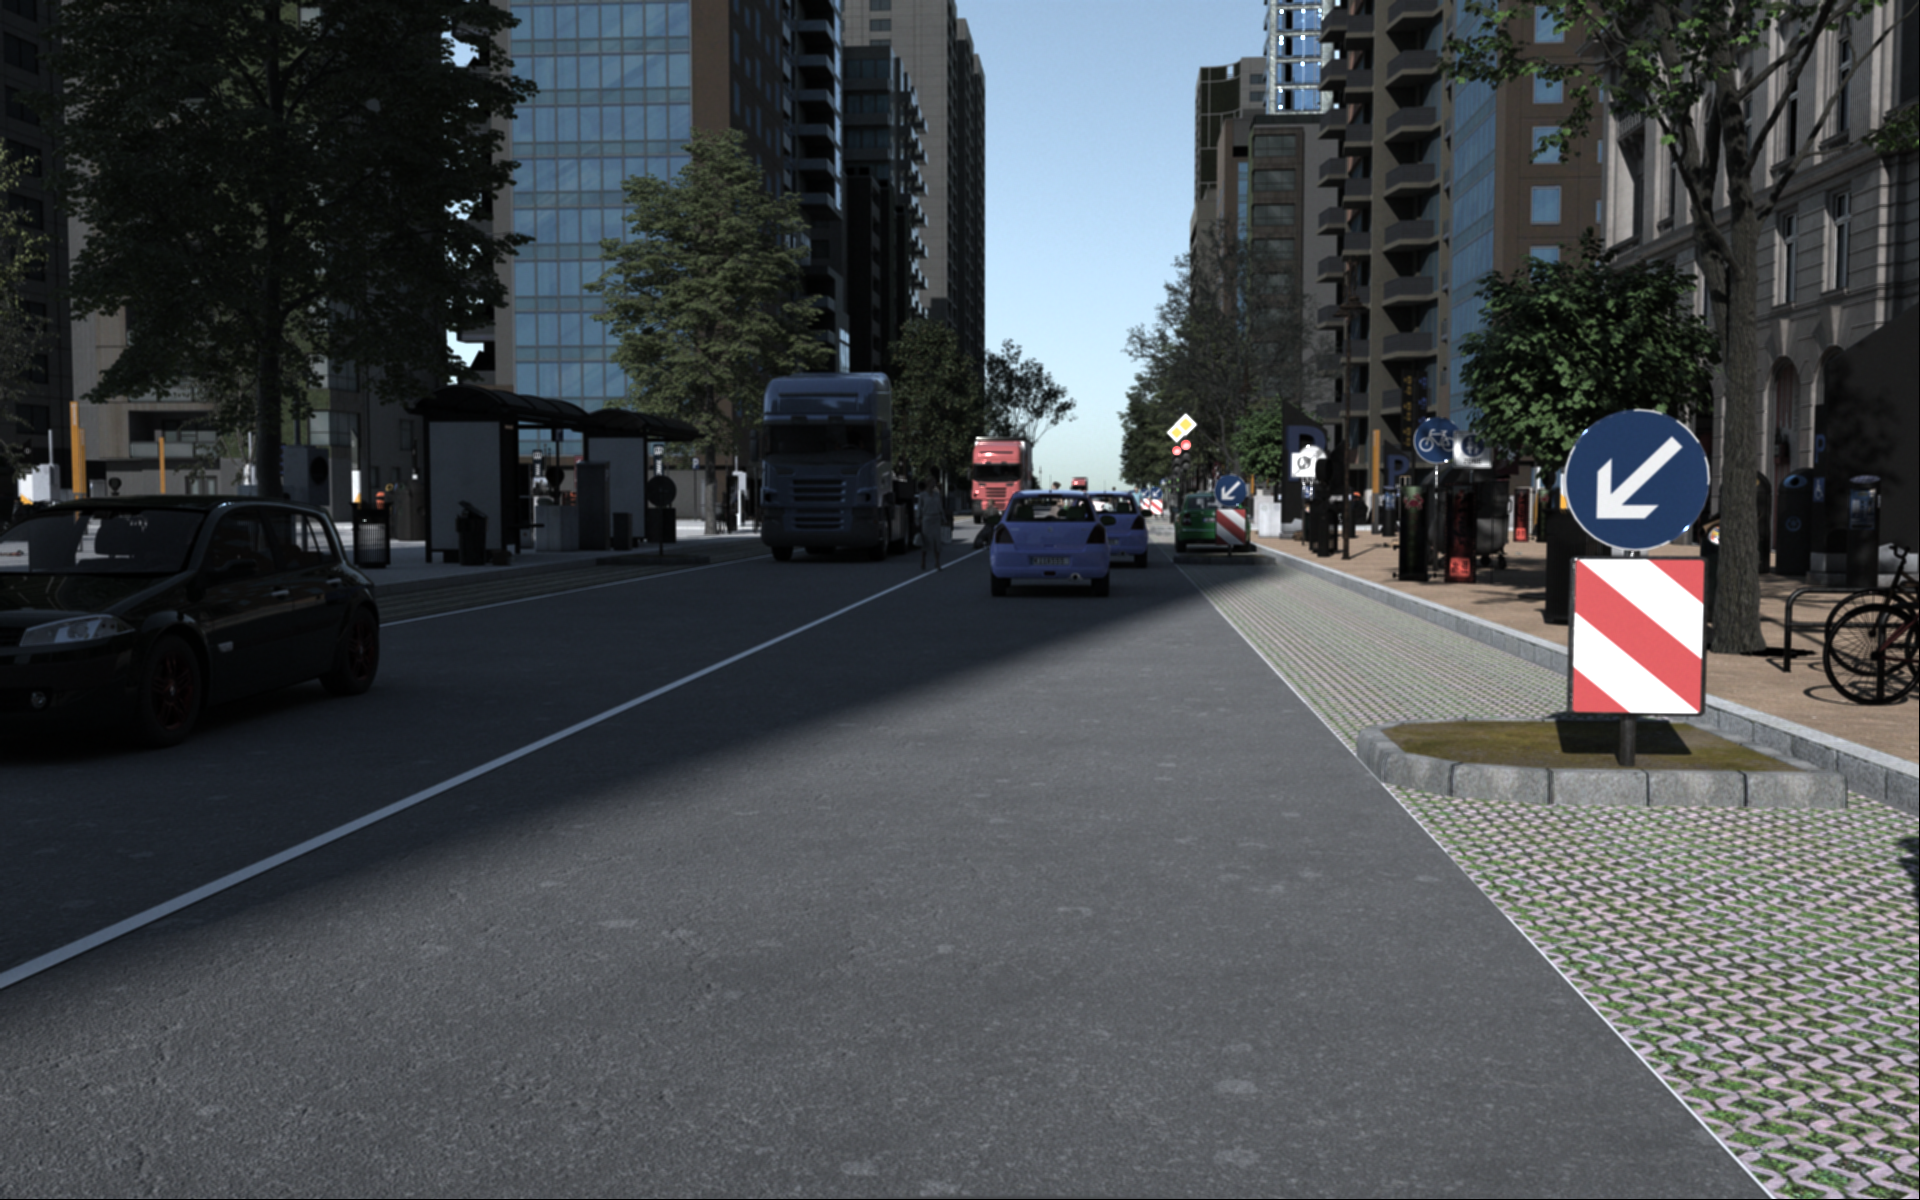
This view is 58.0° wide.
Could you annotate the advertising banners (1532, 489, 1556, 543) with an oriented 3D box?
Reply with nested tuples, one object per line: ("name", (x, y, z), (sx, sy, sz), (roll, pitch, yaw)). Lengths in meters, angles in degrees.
("advertising banners", (15.042, -3.064, 46.279), (0.090, 3.025, 2.074), (-2, 4, -32))

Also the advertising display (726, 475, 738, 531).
("advertising display", (-7.892, -3.357, 60.102), (0.123, 1.923, 0.974), (1, 4, 10))

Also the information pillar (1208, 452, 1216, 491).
("information pillar", (13.799, -6.343, 95.061), (0.504, 3.616, 0.183), (-1, 4, -22))

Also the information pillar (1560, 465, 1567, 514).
("information pillar", (24.469, -4.796, 69.774), (0.504, 3.616, 0.183), (2, 4, 30))

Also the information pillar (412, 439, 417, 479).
("information pillar", (-23.184, -5.036, 73.689), (0.183, 3.616, 0.504), (-2, 4, -32))

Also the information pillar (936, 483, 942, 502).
("information pillar", (-1.414, -6.859, 116.644), (0.304, 2.012, 0.304), (3, 5, 44))

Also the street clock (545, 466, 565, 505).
("street clock", (-10.537, -2.479, 45.109), (0.471, 2.002, 0.358), (-1, 4, -10))

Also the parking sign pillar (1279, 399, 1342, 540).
("parking sign pillar", (9.839, -3.719, 49.285), (1.447, 3.967, 1.447), (0, 4, -6))

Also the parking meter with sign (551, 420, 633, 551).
("parking meter with sign", (-8.346, -2.639, 39.403), (1.738, 3.016, 0.543), (0, 4, 7))

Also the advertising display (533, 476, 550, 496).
("advertising display", (-14.968, -3.441, 61.471), (0.123, 1.923, 0.974), (3, 4, 38))

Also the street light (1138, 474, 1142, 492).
("street light", (28.422, -18.542, 275.942), (0.468, 5.910, 1.993), (0, 4, 5))

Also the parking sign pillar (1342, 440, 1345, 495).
("parking sign pillar", (18.406, -5.929, 85.410), (1.447, 3.967, 1.447), (-3, 5, -41))

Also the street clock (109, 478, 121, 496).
("street clock", (-37.108, -4.375, 76.098), (0.471, 2.002, 0.358), (1, 4, 9))

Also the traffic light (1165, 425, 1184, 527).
("traffic light", (8.494, -4.845, 68.140), (0.839, 4.253, 0.868), (0, 4, 5))

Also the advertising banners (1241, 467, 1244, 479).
("advertising banners", (17.929, -7.042, 111.321), (0.090, 3.025, 2.074), (2, 4, 28))

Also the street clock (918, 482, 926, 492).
("street clock", (-2.207, -5.911, 101.222), (0.471, 2.002, 0.358), (1, 4, 18))

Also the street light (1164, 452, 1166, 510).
("street light", (16.883, -10.380, 142.492), (0.468, 5.910, 1.993), (0, 4, 5))

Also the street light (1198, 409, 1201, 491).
("street light", (12.529, -7.216, 90.771), (0.468, 5.910, 1.993), (0, 4, 5))

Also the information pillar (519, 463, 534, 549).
("information pillar", (-10.192, -2.213, 40.680), (0.304, 2.012, 0.304), (0, 4, -1))

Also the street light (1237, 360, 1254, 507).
("street light", (9.821, -5.312, 59.647), (0.468, 5.910, 1.993), (0, 4, 5))

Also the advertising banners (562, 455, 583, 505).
("advertising banners", (-17.970, -5.061, 78.935), (2.074, 3.025, 0.090), (2, 4, 27))

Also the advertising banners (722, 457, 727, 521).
("advertising banners", (-10.954, -5.175, 80.801), (0.090, 3.025, 2.074), (0, 4, -2))

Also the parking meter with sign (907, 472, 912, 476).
("parking meter with sign", (-3.987, -8.533, 135.769), (0.543, 3.016, 1.738), (-1, 4, -11))

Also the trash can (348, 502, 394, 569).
("trash can", (-10.168, -1.118, 29.928), (0.748, 1.137, 0.748), (0, 3, 0))

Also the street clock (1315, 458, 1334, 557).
("street clock", (7.418, -1.879, 35.296), (0.358, 2.002, 0.471), (2, 4, 34))

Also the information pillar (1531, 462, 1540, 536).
("information pillar", (17.580, -3.756, 52.771), (0.183, 3.616, 0.504), (0, 4, 7))

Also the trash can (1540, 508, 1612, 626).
("trash can", (6.074, -0.327, 17.008), (0.748, 1.137, 0.748), (0, 3, 0))

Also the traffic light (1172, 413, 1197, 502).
("traffic light", (7.810, -4.359, 60.184), (0.839, 4.253, 0.868), (0, 4, 5))

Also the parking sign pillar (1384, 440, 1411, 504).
("parking sign pillar", (21.692, -5.955, 85.841), (1.447, 3.967, 1.447), (-1, 4, -10))

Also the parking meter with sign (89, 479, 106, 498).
("parking meter with sign", (-44.954, -5.756, 90.363), (1.738, 3.016, 0.543), (-3, 5, -44))

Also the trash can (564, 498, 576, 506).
("trash can", (-15.566, -3.546, 69.629), (0.748, 1.137, 0.748), (0, 3, 0))

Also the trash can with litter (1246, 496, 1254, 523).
("trash can with litter", (12.692, -4.081, 77.786), (2.233, 1.210, 1.678), (0, 4, -7))

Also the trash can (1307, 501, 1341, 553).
("trash can", (7.890, -1.585, 37.575), (0.748, 1.137, 0.748), (0, 3, 0))

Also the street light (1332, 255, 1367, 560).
("street light", (7.556, -3.728, 33.734), (0.468, 5.910, 1.993), (0, 4, 5))

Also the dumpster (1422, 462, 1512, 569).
("dumpster", (8.841, -1.496, 30.218), (1.264, 1.857, 1.865), (0, 4, 5))

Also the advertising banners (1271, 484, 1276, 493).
("advertising banners", (17.007, -6.066, 95.371), (0.090, 3.025, 2.074), (3, 5, 43))

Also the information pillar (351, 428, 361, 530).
("information pillar", (-21.333, -4.270, 61.174), (0.504, 3.616, 0.183), (3, 5, 44))

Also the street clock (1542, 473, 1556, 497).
("street clock", (17.347, -2.845, 51.079), (0.358, 2.002, 0.471), (0, 4, -7))

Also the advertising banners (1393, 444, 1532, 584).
("advertising banners", (7.181, -1.755, 24.878), (2.074, 3.025, 0.090), (3, 5, 44))

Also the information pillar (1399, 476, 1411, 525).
("information pillar", (18.231, -4.066, 70.977), (0.304, 2.012, 0.304), (-2, 4, -30))

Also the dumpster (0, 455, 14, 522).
("dumpster", (-10.969, -0.930, 17.706), (1.502, 2.255, 1.985), (0, 4, 5))

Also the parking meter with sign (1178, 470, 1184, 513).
("parking meter with sign", (13.812, -6.918, 109.373), (0.543, 3.016, 1.738), (0, 4, 2))

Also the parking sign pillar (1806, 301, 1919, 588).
("parking sign pillar", (12.683, -2.186, 24.206), (1.447, 3.967, 1.447), (0, 4, 3))

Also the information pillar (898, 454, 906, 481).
("information pillar", (-3.378, -6.709, 101.039), (0.504, 3.616, 0.183), (0, 4, -7))

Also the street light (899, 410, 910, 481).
("street light", (-3.062, -7.517, 95.688), (0.468, 5.910, 1.993), (0, 4, 5))

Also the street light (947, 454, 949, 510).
("street light", (-0.841, -9.086, 121.347), (0.468, 5.910, 1.993), (0, 4, 5))

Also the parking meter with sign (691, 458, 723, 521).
("parking meter with sign", (-11.983, -5.282, 82.614), (1.738, 3.016, 0.543), (2, 4, 31))

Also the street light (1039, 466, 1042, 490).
("street light", (13.117, -18.962, 282.818), (0.468, 5.910, 1.993), (0, 4, 5))

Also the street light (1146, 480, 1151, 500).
("street light", (23.561, -15.044, 218.758), (0.468, 5.910, 1.993), (0, 4, 5))

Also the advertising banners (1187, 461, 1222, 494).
("advertising banners", (13.043, -5.893, 92.535), (2.074, 3.025, 0.090), (-1, 4, -19))

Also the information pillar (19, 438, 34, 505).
("information pillar", (-38.738, -4.927, 71.908), (0.504, 3.616, 0.183), (-1, 4, -11))
